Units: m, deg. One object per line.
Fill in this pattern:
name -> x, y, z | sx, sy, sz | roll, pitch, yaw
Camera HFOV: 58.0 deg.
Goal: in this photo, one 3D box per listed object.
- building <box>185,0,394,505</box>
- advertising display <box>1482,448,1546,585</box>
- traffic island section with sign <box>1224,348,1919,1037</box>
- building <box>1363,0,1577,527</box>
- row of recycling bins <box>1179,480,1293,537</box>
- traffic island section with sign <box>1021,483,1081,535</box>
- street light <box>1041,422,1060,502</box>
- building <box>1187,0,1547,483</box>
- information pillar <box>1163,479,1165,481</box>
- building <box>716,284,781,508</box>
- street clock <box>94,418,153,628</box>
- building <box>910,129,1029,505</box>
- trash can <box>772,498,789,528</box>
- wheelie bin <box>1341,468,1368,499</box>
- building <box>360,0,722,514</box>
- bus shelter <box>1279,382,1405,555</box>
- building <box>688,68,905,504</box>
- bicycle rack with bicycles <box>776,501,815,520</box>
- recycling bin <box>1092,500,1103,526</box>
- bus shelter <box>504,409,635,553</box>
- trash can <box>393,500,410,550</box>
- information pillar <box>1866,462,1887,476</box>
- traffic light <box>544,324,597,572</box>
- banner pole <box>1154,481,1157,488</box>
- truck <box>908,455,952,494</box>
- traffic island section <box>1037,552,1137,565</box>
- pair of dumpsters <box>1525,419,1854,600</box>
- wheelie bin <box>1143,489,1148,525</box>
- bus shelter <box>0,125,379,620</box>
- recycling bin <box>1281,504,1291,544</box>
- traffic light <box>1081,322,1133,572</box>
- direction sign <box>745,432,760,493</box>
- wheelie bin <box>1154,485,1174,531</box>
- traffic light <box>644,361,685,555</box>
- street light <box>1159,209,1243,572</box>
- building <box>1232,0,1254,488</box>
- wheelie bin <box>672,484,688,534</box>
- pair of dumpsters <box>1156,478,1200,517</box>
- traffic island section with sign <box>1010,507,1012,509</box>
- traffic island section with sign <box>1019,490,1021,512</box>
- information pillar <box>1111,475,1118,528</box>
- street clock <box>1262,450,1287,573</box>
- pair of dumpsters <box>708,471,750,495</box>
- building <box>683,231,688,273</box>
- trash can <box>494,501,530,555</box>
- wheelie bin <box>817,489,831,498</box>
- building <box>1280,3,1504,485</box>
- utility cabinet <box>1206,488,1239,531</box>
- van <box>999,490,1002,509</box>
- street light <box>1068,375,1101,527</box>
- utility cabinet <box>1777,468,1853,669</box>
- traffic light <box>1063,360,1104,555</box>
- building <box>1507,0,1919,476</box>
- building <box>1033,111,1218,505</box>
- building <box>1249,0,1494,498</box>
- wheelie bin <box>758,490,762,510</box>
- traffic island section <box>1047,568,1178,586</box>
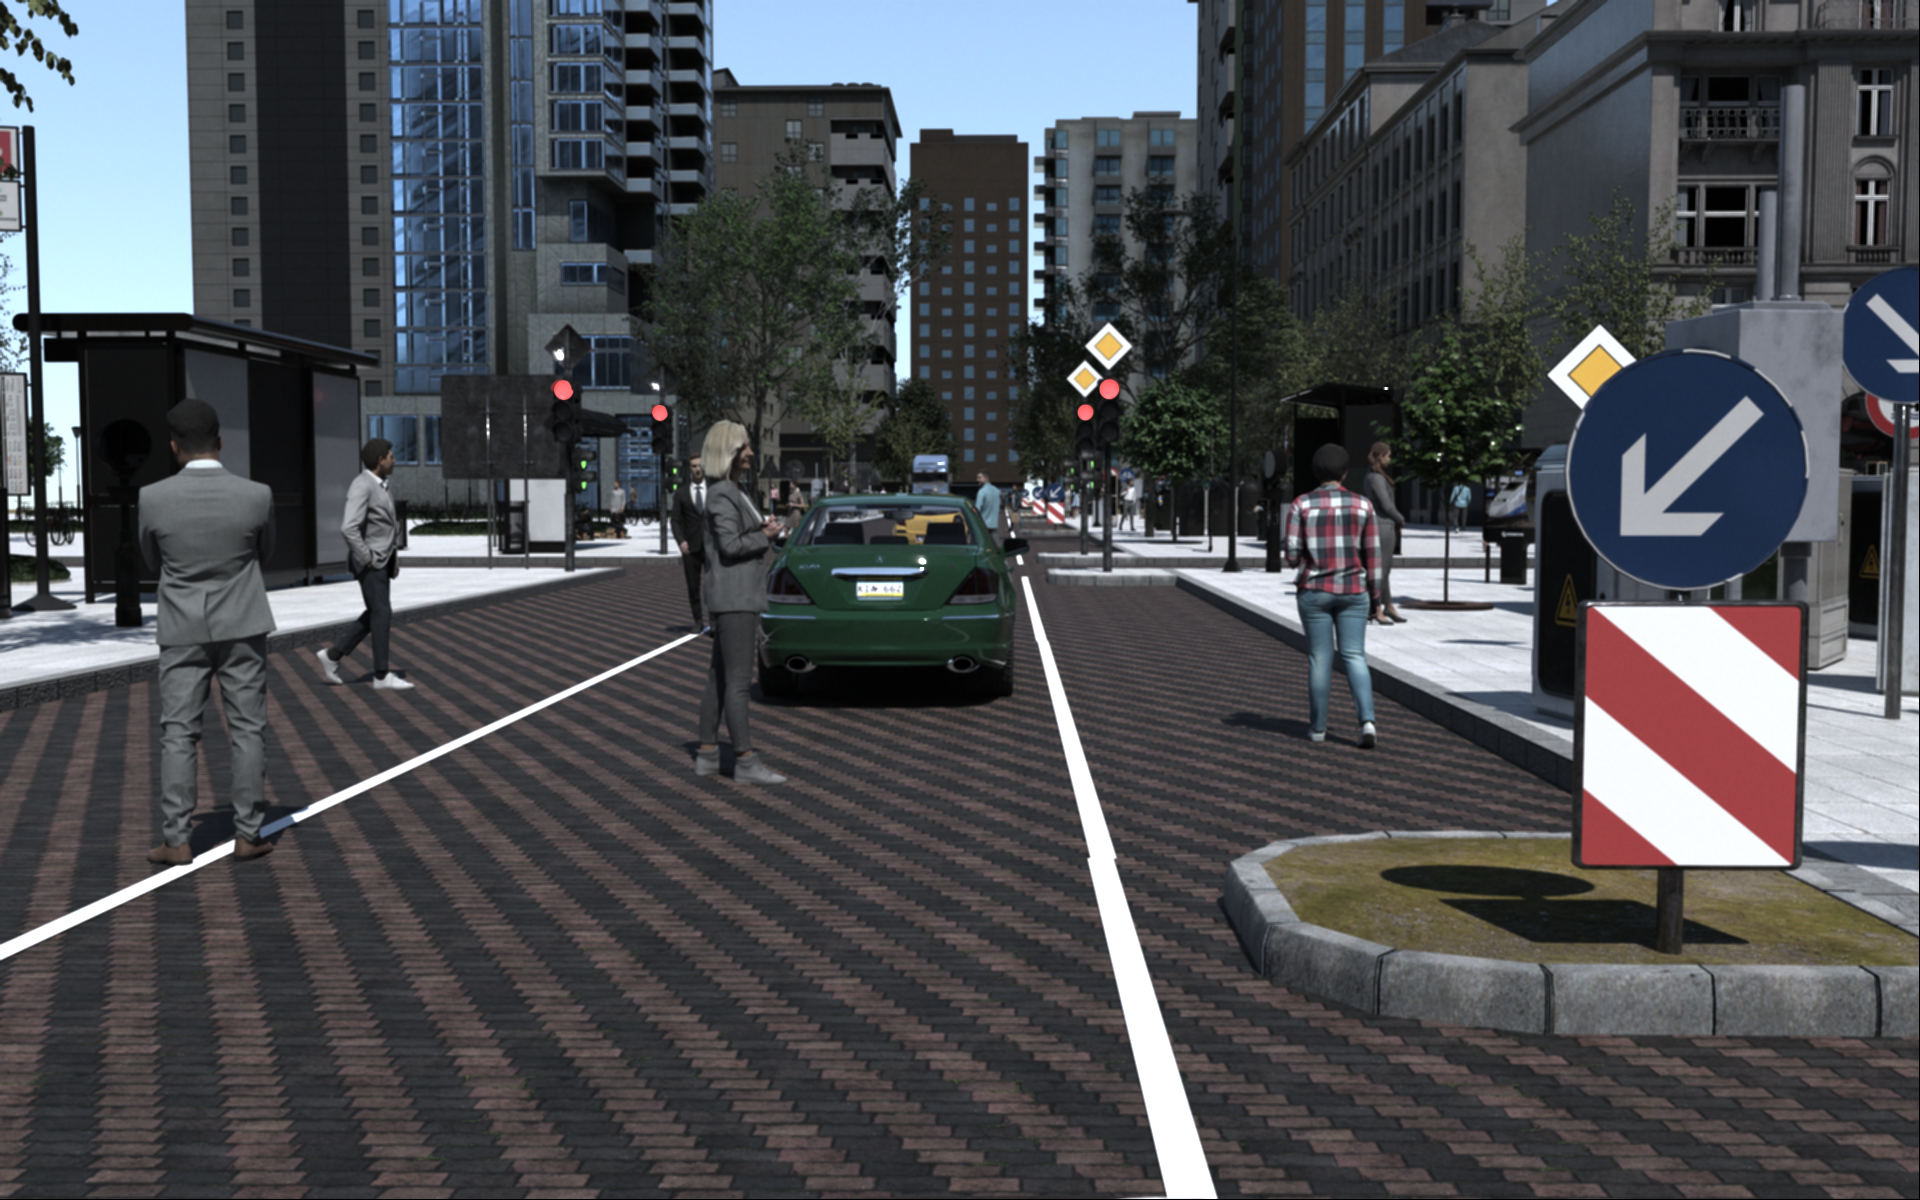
building -> -57.979, -44.356, 163.471 | 20.611, 71.187, 20.563 | 0, 4, 1
advertising display -> 7.849, -1.181, 24.516 | 0.123, 1.923, 0.974 | -3, 4, -38
traffic island section with sign -> 1.903, 0.190, 5.527 | 1.989, 1.847, 2.006 | 0, 4, 1
building -> 24.521, -13.912, 76.604 | 9.793, 20.994, 18.267 | 0, 4, 1
row of recycling bins -> 8.401, -2.781, 52.575 | 3.534, 1.692, 1.069 | 1, 4, 12
traffic island section with sign -> 3.239, -3.209, 61.101 | 1.989, 1.847, 2.006 | 0, 4, 1
street light -> 5.840, -8.498, 111.487 | 1.470, 5.913, 1.316 | 0, 4, 1
building -> 36.425, -34.797, 158.165 | 28.713, 52.752, 27.495 | 0, 4, 1
information pillar -> 9.451, -4.605, 79.784 | 0.304, 2.012, 0.304 | 2, 4, 29
building -> -32.895, -19.321, 160.939 | 28.899, 21.520, 27.650 | 0, 4, 1
street clock -> -8.045, -0.742, 16.702 | 0.471, 2.002, 0.358 | -3, 5, -42
building -> 1.270, -34.582, 215.523 | 14.200, 45.320, 14.600 | 0, 4, 1
trash can -> -6.850, -3.336, 66.200 | 0.748, 1.137, 0.748 | 0, 3, 0
wheelie bin -> 4.784, -0.826, 21.409 | 0.980, 1.594, 0.693 | 3, 4, 37
building -> -29.220, -49.744, 125.988 | 22.319, 86.520, 31.000 | 0, 4, 1
bus shelter -> 8.602, -2.946, 39.450 | 1.731, 3.624, 6.357 | 0, 4, 1
building -> -19.685, -38.767, 223.077 | 27.495, 52.752, 28.713 | 0, 4, 1
bicycle rack with bicycles -> -7.261, -4.362, 84.695 | 2.852, 0.926, 2.925 | -3, 5, -43
recycling bin -> 5.747, -3.448, 68.923 | 0.722, 1.027, 0.722 | 3, 4, 37
bus shelter -> -9.083, -2.822, 40.057 | 2.014, 3.302, 5.546 | 0, 4, 1
trash can -> -12.993, -1.714, 39.685 | 0.748, 1.137, 0.748 | 0, 3, 0
information pillar -> 20.922, -2.146, 39.582 | 0.304, 2.012, 0.304 | -2, 4, -23
traffic light -> -6.451, -2.428, 28.611 | 0.839, 4.253, 0.868 | 0, 4, 1
banner pole -> 8.634, -5.299, 76.653 | 0.401, 3.779, 0.863 | 0, 4, -2
truck -> -1.828, -8.260, 124.803 | 2.967, 4.110, 18.799 | 0, 4, 1
traffic island section -> 2.641, -0.870, 36.510 | 2.009, 0.180, 2.903 | 0, 4, 1
pair of dumpsters -> 7.019, -0.891, 17.060 | 1.574, 2.255, 4.437 | 0, 4, 1
wheelie bin -> 7.273, -3.529, 65.601 | 0.693, 1.594, 0.980 | 0, 4, 0
bus shelter -> -9.868, -2.685, 21.536 | 2.179, 5.291, 8.768 | 0, 4, 1
recycling bin -> 8.692, -1.991, 45.110 | 0.722, 1.027, 0.722 | 3, 5, 42
traffic light -> 2.408, -2.415, 28.414 | 0.839, 4.253, 0.868 | 0, 4, 1
direction sign -> -7.696, -4.340, 62.953 | 0.876, 3.537, 0.379 | 1, 4, 9
wheelie bin -> 7.194, -3.239, 60.860 | 0.693, 1.594, 0.980 | 1, 4, 10
traffic light -> -6.258, -2.916, 36.594 | 0.839, 4.253, 0.868 | 0, 4, 1
street light -> 3.937, -3.414, 28.364 | 1.470, 5.913, 1.316 | 0, 4, 1
building -> 28.558, -27.789, 137.948 | 14.154, 41.232, 14.086 | 0, 4, 1
wheelie bin -> -8.715, -2.885, 55.075 | 0.980, 1.594, 0.693 | 1, 4, 19
pair of dumpsters -> 9.311, -4.358, 73.742 | 1.574, 2.255, 4.437 | 0, 4, 1
traffic island section with sign -> 5.131, -8.006, 139.518 | 1.989, 1.847, 2.006 | 0, 4, 1
traffic island section with sign -> 3.885, -4.859, 88.069 | 1.989, 1.847, 2.006 | 0, 4, 1
information pillar -> 5.894, -3.792, 66.498 | 0.304, 2.012, 0.304 | 1, 4, 10
street clock -> 5.126, -1.450, 28.273 | 0.358, 2.002, 0.471 | -1, 4, -17
pair of dumpsters -> -8.936, -3.955, 67.165 | 1.574, 2.255, 4.437 | 0, 4, 1
building -> -47.932, -34.637, 220.939 | 28.867, 44.769, 22.147 | 0, 4, 1
trash can -> -9.520, -1.542, 36.863 | 0.748, 1.137, 0.748 | 0, 3, 0
wheelie bin -> -8.454, -6.116, 107.907 | 0.980, 1.594, 0.693 | -1, 4, -11
building -> 26.307, -18.421, 98.454 | 12.463, 27.353, 25.104 | 0, 4, 1
utility cabinet -> 9.137, -3.098, 59.332 | 1.173, 1.500, 0.318 | 2, 4, 30
van -> 3.309, -9.936, 169.470 | 2.013, 2.044, 4.112 | 0, 4, 1
street light -> 4.789, -5.794, 67.273 | 1.470, 5.913, 1.316 | 0, 4, 1
utility cabinet -> 6.449, -0.267, 13.039 | 0.318, 1.500, 1.173 | 3, 4, 36
traffic light -> 2.601, -2.904, 36.397 | 0.839, 4.253, 0.868 | 0, 4, 1
building -> 31.314, -13.033, 54.882 | 24.055, 21.916, 13.314 | 0, 4, 1
building -> 24.509, -36.693, 219.540 | 30.456, 49.044, 23.786 | 0, 4, 1
building -> 28.759, -28.966, 123.698 | 14.600, 45.320, 14.200 | 0, 4, 1
wheelie bin -> -10.127, -4.743, 85.452 | 0.693, 1.594, 0.980 | -1, 4, -8
traffic island section -> 2.448, -0.382, 28.527 | 2.009, 0.180, 2.903 | 0, 4, 1
